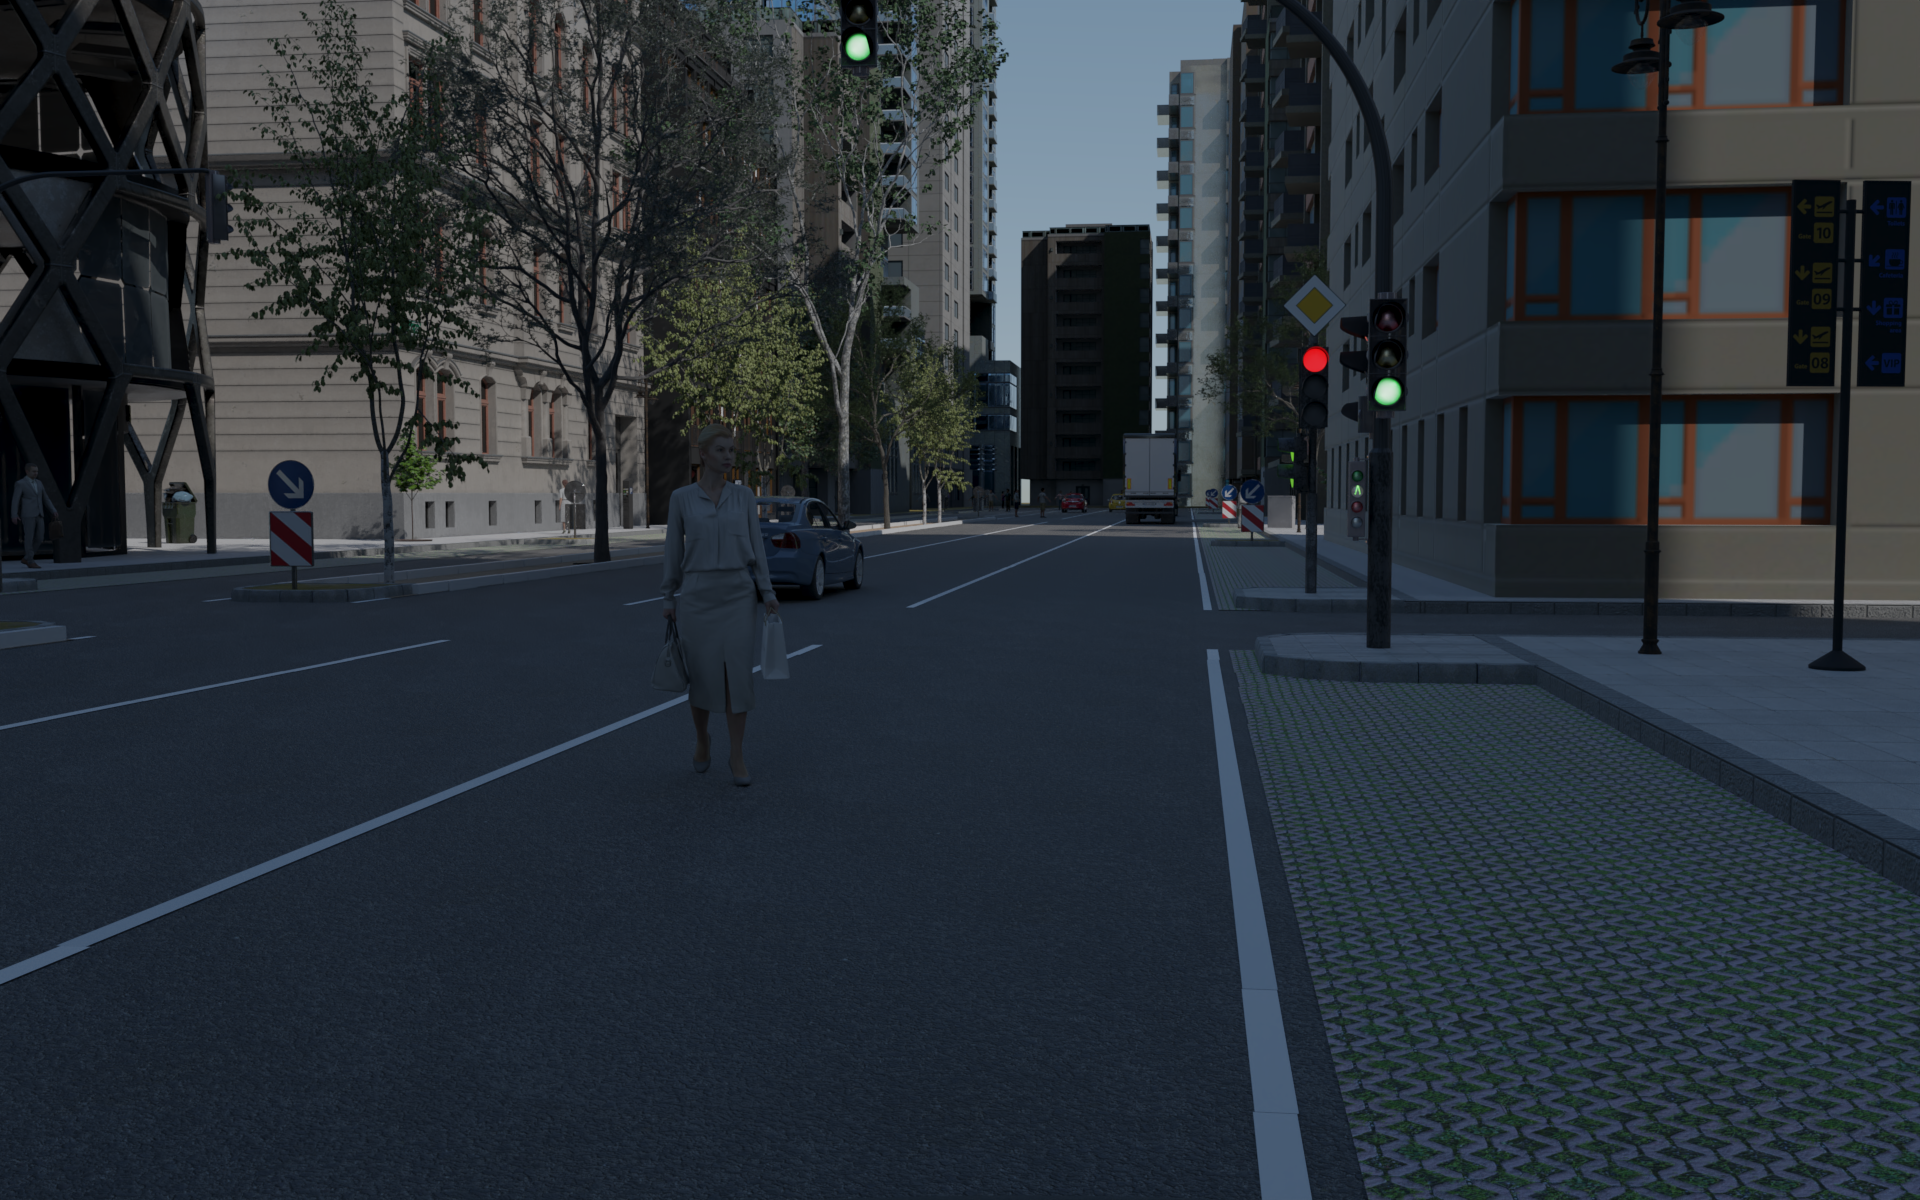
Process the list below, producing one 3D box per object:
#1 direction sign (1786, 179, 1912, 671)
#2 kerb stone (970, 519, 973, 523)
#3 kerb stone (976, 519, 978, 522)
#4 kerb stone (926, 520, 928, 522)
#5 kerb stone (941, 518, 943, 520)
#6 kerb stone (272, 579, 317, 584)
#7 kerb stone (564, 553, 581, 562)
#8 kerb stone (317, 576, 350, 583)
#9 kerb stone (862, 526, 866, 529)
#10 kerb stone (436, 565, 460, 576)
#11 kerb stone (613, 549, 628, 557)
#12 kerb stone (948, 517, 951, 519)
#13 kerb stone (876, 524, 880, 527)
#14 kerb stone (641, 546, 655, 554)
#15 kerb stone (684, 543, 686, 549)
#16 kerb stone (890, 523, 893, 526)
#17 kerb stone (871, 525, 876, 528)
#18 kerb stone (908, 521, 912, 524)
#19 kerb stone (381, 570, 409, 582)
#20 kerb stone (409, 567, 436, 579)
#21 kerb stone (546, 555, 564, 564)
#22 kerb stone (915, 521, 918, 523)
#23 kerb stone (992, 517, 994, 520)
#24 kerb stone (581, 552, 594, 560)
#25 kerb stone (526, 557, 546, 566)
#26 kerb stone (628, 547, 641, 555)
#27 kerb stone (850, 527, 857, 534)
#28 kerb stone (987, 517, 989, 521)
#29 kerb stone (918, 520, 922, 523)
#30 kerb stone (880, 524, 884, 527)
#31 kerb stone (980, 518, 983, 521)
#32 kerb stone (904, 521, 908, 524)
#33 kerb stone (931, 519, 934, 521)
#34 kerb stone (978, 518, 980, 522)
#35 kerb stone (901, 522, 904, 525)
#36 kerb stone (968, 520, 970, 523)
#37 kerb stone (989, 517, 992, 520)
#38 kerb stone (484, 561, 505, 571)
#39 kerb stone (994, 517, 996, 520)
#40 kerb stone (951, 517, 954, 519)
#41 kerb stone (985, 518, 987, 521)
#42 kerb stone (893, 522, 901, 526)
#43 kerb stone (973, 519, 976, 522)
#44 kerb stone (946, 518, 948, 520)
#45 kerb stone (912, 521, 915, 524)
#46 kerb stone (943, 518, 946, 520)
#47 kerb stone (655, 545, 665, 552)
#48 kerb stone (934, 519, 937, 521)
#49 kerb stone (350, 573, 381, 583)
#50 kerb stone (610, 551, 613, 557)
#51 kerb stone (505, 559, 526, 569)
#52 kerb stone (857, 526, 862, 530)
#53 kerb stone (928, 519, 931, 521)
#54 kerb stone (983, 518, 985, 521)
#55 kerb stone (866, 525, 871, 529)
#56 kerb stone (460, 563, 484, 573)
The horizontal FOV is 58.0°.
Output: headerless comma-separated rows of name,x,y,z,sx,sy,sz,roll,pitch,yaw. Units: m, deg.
direction sign,6.432,-1.260,12.597,0.876,3.537,0.379,0,4,-4
kerb stone,0.392,-3.901,86.055,0.120,0.150,1.000,0,4,8
kerb stone,0.659,-4.030,88.090,0.120,0.150,1.000,0,4,8
kerb stone,-1.819,-3.859,85.311,0.120,0.150,1.000,0,4,8
kerb stone,-1.149,-4.171,90.397,0.120,0.150,1.000,0,4,8
kerb stone,-9.758,-0.191,25.349,0.120,0.150,1.000,0,4,8
kerb stone,-8.276,-0.877,36.528,0.120,0.150,1.000,0,4,8
kerb stone,-9.621,-0.255,26.370,0.120,0.150,1.000,0,4,8
kerb stone,-3.979,-2.860,69.036,0.120,0.150,1.000,0,4,8
kerb stone,-9.089,-0.504,30.433,0.120,0.150,1.000,0,4,8
kerb stone,-7.869,-1.057,39.575,0.120,0.150,1.000,0,4,8
kerb stone,-0.743,-4.358,93.454,0.120,0.150,1.000,0,4,8
kerb stone,-3.570,-3.051,72.087,0.120,0.150,1.000,0,4,8
kerb stone,-7.611,-1.187,41.611,0.120,0.150,1.000,0,4,8
kerb stone,-7.058,-1.436,45.667,0.120,0.150,1.000,0,4,8
kerb stone,-3.169,-3.238,75.151,0.120,0.150,1.000,0,4,8
kerb stone,-3.701,-2.989,71.073,0.120,0.150,1.000,0,4,8
kerb stone,-2.499,-3.549,80.225,0.120,0.150,1.000,0,4,8
kerb stone,-9.355,-0.376,28.406,0.120,0.150,1.000,0,4,8
kerb stone,-9.215,-0.442,29.418,0.120,0.150,1.000,0,4,8
kerb stone,-8.418,-0.804,35.517,0.120,0.150,1.000,0,4,8
kerb stone,-2.228,-3.673,82.251,0.120,0.150,1.000,0,4,8
kerb stone,1.601,-4.465,95.203,0.120,0.150,1.000,0,4,8
kerb stone,-8.140,-0.939,37.541,0.120,0.150,1.000,0,4,8
kerb stone,-8.539,-0.752,34.497,0.120,0.150,1.000,0,4,8
kerb stone,-7.750,-1.124,40.593,0.120,0.150,1.000,0,4,8
kerb stone,-4.248,-2.740,67.005,0.120,0.150,1.000,0,4,8
kerb stone,1.332,-4.341,93.176,0.120,0.150,1.000,0,4,8
kerb stone,-2.103,-3.735,83.268,0.120,0.150,1.000,0,4,8
kerb stone,-3.444,-3.109,73.101,0.120,0.150,1.000,0,4,8
kerb stone,0.933,-4.155,90.134,0.120,0.150,1.000,0,4,8
kerb stone,-2.635,-3.487,79.212,0.120,0.150,1.000,0,4,8
kerb stone,-1.559,-3.983,87.347,0.120,0.150,1.000,0,4,8
kerb stone,0.798,-4.093,89.110,0.120,0.150,1.000,0,4,8
kerb stone,-2.769,-3.418,78.196,0.120,0.150,1.000,0,4,8
kerb stone,0.261,-3.843,85.035,0.120,0.150,1.000,0,4,8
kerb stone,1.471,-4.399,94.189,0.120,0.150,1.000,0,4,8
kerb stone,-8.824,-0.628,32.462,0.120,0.150,1.000,0,4,8
kerb stone,1.734,-4.525,96.218,0.120,0.150,1.000,0,4,8
kerb stone,-0.608,-4.420,94.467,0.120,0.150,1.000,0,4,8
kerb stone,1.197,-4.279,92.161,0.120,0.150,1.000,0,4,8
kerb stone,-2.900,-3.363,77.182,0.120,0.150,1.000,0,4,8
kerb stone,0.533,-3.967,87.070,0.120,0.150,1.000,0,4,8
kerb stone,-0.882,-4.294,92.437,0.120,0.150,1.000,0,4,8
kerb stone,-2.364,-3.611,81.238,0.120,0.150,1.000,0,4,8
kerb stone,-1.019,-4.230,91.416,0.120,0.150,1.000,0,4,8
kerb stone,-7.482,-1.249,42.625,0.120,0.150,1.000,0,4,8
kerb stone,-1.420,-4.045,88.371,0.120,0.150,1.000,0,4,8
kerb stone,-9.488,-0.318,27.392,0.120,0.150,1.000,0,4,8
kerb stone,-8.012,-1.001,38.556,0.120,0.150,1.000,0,4,8
kerb stone,-8.686,-0.689,33.485,0.120,0.150,1.000,0,4,8
kerb stone,-4.107,-2.803,68.018,0.120,0.150,1.000,0,4,8
kerb stone,-1.690,-3.922,86.325,0.120,0.150,1.000,0,4,8
kerb stone,1.062,-4.217,91.148,0.120,0.150,1.000,0,4,8
kerb stone,-3.846,-2.927,70.050,0.120,0.150,1.000,0,4,8
kerb stone,-8.951,-0.566,31.446,0.120,0.150,1.000,0,4,8
